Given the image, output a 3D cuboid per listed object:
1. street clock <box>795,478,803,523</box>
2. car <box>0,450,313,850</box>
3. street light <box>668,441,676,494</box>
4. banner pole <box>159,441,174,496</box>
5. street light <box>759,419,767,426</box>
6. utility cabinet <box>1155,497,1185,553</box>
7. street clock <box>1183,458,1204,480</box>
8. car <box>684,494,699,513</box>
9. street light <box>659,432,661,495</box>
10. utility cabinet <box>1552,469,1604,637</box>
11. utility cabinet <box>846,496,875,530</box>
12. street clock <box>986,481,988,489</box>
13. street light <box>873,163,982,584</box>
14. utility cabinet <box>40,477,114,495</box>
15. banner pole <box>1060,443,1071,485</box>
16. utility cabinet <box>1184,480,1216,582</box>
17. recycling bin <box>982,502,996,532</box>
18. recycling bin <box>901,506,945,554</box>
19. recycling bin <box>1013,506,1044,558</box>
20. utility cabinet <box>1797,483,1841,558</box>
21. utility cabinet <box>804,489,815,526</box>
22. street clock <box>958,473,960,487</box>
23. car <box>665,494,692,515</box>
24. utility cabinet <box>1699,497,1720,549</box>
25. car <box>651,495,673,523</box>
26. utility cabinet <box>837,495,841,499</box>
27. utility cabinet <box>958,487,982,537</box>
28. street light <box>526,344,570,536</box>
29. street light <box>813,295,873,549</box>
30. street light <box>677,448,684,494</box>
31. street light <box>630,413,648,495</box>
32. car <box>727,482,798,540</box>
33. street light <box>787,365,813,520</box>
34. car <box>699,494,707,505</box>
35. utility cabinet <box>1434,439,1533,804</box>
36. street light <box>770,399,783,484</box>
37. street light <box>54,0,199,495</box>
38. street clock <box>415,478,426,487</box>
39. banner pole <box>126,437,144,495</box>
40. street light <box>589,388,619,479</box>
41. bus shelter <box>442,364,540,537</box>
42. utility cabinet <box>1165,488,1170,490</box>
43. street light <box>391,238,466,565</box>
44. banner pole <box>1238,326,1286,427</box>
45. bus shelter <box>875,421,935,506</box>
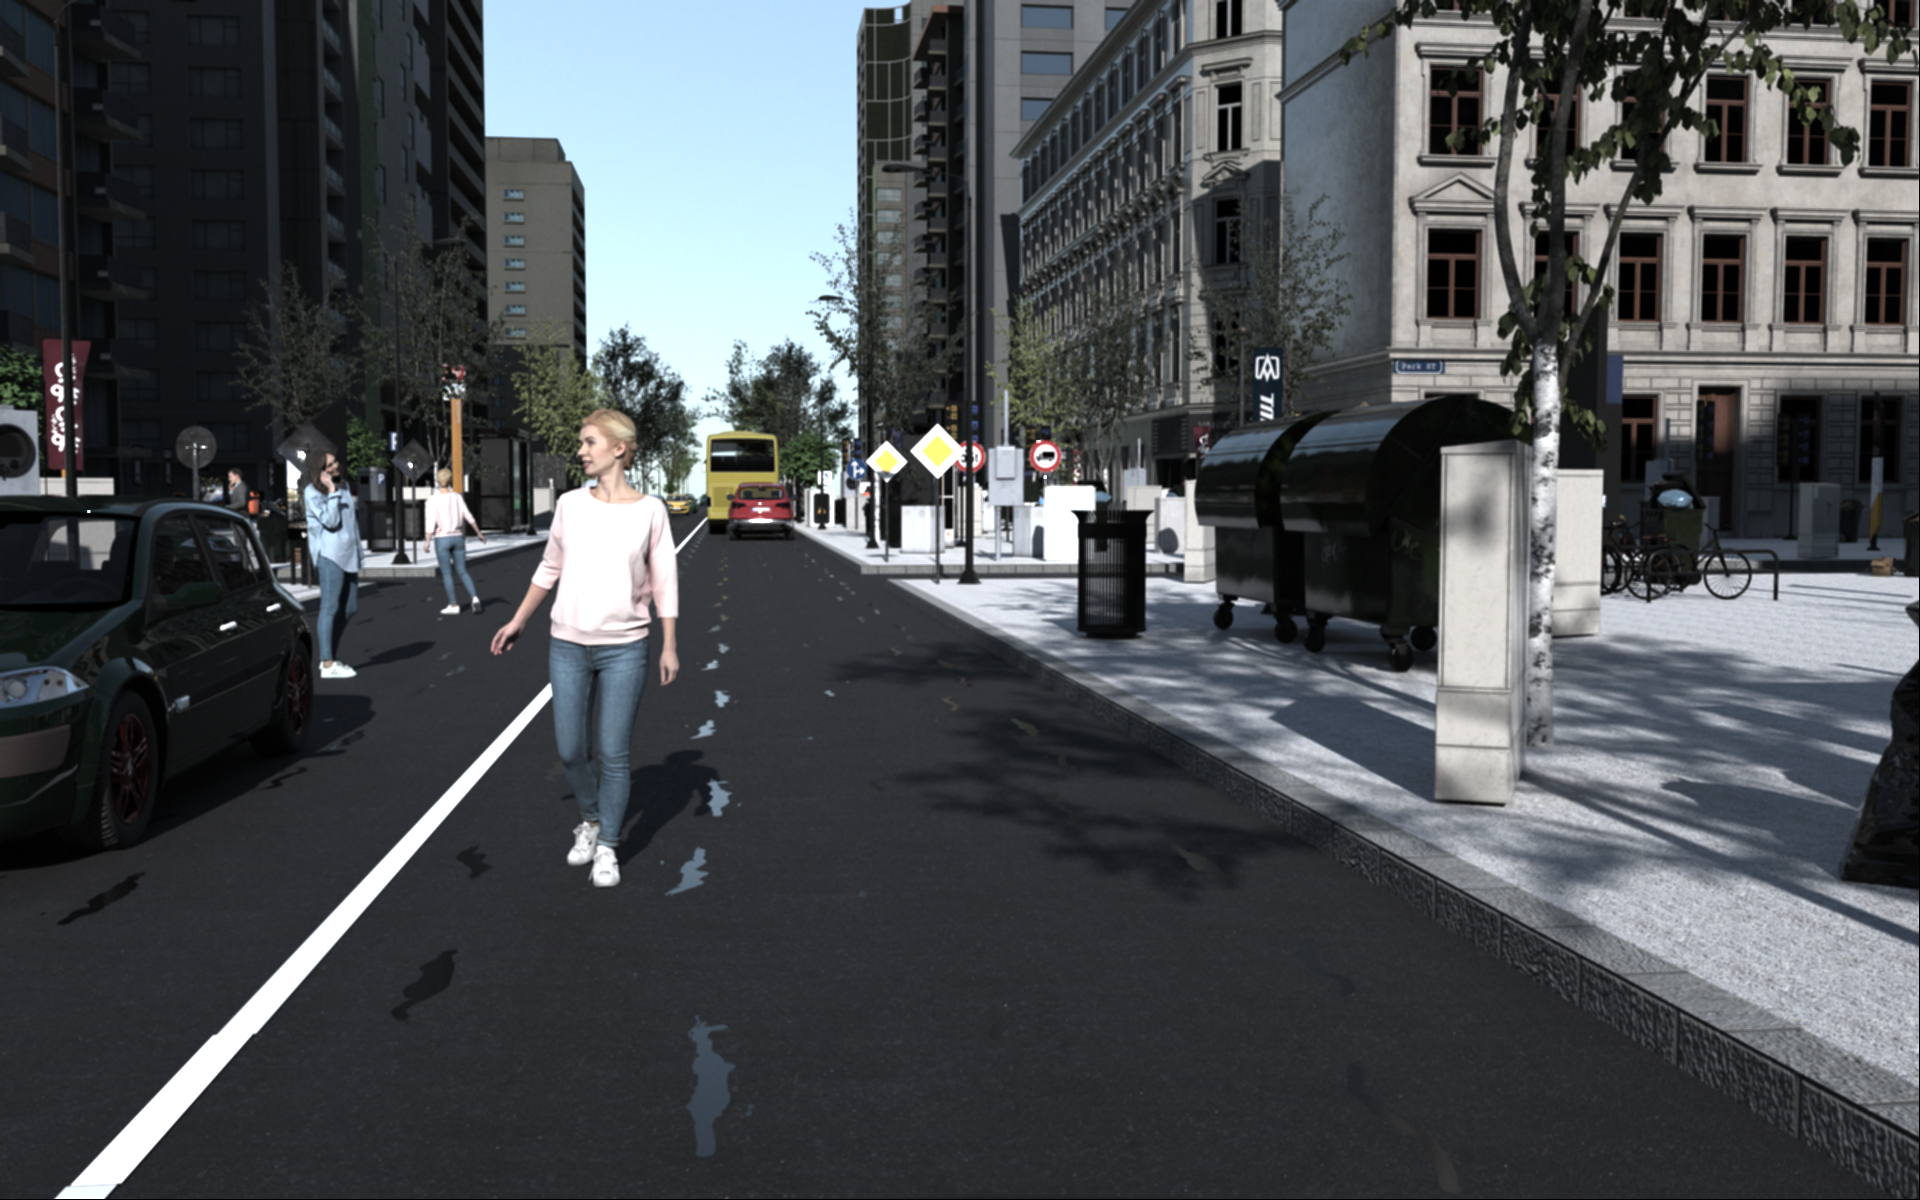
[{"bbox_3d":[-7.121,-4.405,76.599,0.358,2.002,0.471,0,4,8],"label":"street clock"},{"bbox_3d":[-4.335,0.102,8.117,2.009,1.686,4.222,0,4,-7],"label":"car"},{"bbox_3d":[-25.819,-10.965,151.811,1.470,5.913,1.316,0,4,-8],"label":"street light"},{"bbox_3d":[-37.672,-5.634,82.131,0.401,3.779,0.863,2,4,32],"label":"banner pole"},{"bbox_3d":[-11.512,-8.221,106.952,1.470,5.913,1.316,0,4,-8],"label":"street light"},{"bbox_3d":[4.754,-1.621,37.665,1.020,1.237,0.306,-1,4,-15],"label":"utility cabinet"},{"bbox_3d":[4.707,-1.836,34.596,0.471,2.002,0.358,3,5,43],"label":"street clock"},{"bbox_3d":[-20.740,-7.255,130.422,2.131,1.459,4.920,0,4,-7],"label":"car"},{"bbox_3d":[-22.809,-9.583,129.224,1.470,5.913,1.316,0,4,-8],"label":"street light"},{"bbox_3d":[5.198,-0.414,15.448,1.173,1.500,0.318,-2,4,-30],"label":"utility cabinet"},{"bbox_3d":[-3.594,-3.146,62.605,1.020,1.237,0.306,1,4,8],"label":"utility cabinet"},{"bbox_3d":[1.647,-5.532,95.022,0.471,2.002,0.358,3,5,41],"label":"street clock"},{"bbox_3d":[-0.404,-3.181,24.544,1.470,5.913,1.316,0,4,-8],"label":"street light"},{"bbox_3d":[-12.097,-0.902,23.422,1.173,1.500,0.318,-3,5,-40],"label":"utility cabinet"},{"bbox_3d":[5.221,-5.838,85.461,0.863,3.779,0.401,3,5,44],"label":"banner pole"},{"bbox_3d":[3.540,-1.022,25.394,0.318,1.500,1.173,1,4,19],"label":"utility cabinet"},{"bbox_3d":[0.932,-2.803,58.377,0.722,1.027,0.722,2,4,24],"label":"recycling bin"},{"bbox_3d":[-0.796,-1.521,37.418,0.722,1.027,0.722,2,4,30],"label":"recycling bin"},{"bbox_3d":[1.555,-1.399,35.429,0.722,1.027,0.722,-2,4,-33],"label":"recycling bin"},{"bbox_3d":[17.088,-1.575,34.423,1.173,1.500,0.318,-3,5,-40],"label":"utility cabinet"},{"bbox_3d":[-6.032,-3.731,69.687,0.318,1.500,1.173,0,4,2],"label":"utility cabinet"},{"bbox_3d":[-0.136,-3.362,59.538,0.358,2.002,0.471,-1,4,-15],"label":"street clock"},{"bbox_3d":[-19.217,-6.555,117.394,2.015,1.641,3.980,-1,4,-9],"label":"car"},{"bbox_3d":[17.608,-1.830,41.087,0.306,1.237,1.020,0,4,-6],"label":"utility cabinet"},{"bbox_3d":[-12.497,-3.504,69.294,2.014,1.417,4.499,0,4,-8],"label":"car"},{"bbox_3d":[-6.083,-4.787,89.435,0.306,1.237,1.020,1,4,13],"label":"utility cabinet"},{"bbox_3d":[0.070,-2.597,51.137,1.173,1.500,0.318,0,4,4],"label":"utility cabinet"},{"bbox_3d":[-12.725,-4.954,53.533,1.470,5.913,1.316,0,4,-8],"label":"street light"},{"bbox_3d":[-2.604,-4.166,40.647,1.470,5.913,1.316,0,4,-8],"label":"street light"},{"bbox_3d":[-28.749,-12.311,173.820,1.470,5.913,1.316,0,4,-8],"label":"street light"},{"bbox_3d":[-18.883,-7.771,99.598,1.470,5.913,1.316,0,4,-8],"label":"street light"},{"bbox_3d":[-6.327,-2.857,55.381,2.281,1.827,5.304,0,4,-6],"label":"car"},{"bbox_3d":[-5.544,-5.512,62.655,1.470,5.913,1.316,0,4,-8],"label":"street light"},{"bbox_3d":[-32.725,-13.010,224.518,2.131,1.459,4.920,0,4,-6],"label":"car"},{"bbox_3d":[2.301,0.065,7.610,0.318,1.500,1.173,1,4,21],"label":"utility cabinet"},{"bbox_3d":[-8.549,-6.862,84.736,1.470,5.913,1.316,0,4,-8],"label":"street light"},{"bbox_3d":[-7.659,-2.654,15.941,1.470,5.913,1.316,0,4,-8],"label":"street light"},{"bbox_3d":[-24.328,-4.500,78.147,0.471,2.002,0.358,-2,4,-26],"label":"street clock"},{"bbox_3d":[-36.596,-5.305,76.746,0.863,3.779,0.401,-3,5,-42],"label":"banner pole"},{"bbox_3d":[-15.686,-6.337,76.152,1.470,5.913,1.316,0,4,-8],"label":"street light"},{"bbox_3d":[-15.222,-4.805,56.193,2.179,5.291,8.768,0,4,-8],"label":"bus shelter"},{"bbox_3d":[7.993,-3.510,66.066,0.318,1.500,1.173,1,4,15],"label":"utility cabinet"},{"bbox_3d":[-9.671,-3.609,31.540,1.470,5.913,1.316,0,4,-8],"label":"street light"},{"bbox_3d":[4.448,-2.200,25.987,0.863,3.779,0.401,0,4,-6],"label":"banner pole"},{"bbox_3d":[-1.853,-4.055,57.576,1.731,3.624,6.357,0,4,-8],"label":"bus shelter"}]
